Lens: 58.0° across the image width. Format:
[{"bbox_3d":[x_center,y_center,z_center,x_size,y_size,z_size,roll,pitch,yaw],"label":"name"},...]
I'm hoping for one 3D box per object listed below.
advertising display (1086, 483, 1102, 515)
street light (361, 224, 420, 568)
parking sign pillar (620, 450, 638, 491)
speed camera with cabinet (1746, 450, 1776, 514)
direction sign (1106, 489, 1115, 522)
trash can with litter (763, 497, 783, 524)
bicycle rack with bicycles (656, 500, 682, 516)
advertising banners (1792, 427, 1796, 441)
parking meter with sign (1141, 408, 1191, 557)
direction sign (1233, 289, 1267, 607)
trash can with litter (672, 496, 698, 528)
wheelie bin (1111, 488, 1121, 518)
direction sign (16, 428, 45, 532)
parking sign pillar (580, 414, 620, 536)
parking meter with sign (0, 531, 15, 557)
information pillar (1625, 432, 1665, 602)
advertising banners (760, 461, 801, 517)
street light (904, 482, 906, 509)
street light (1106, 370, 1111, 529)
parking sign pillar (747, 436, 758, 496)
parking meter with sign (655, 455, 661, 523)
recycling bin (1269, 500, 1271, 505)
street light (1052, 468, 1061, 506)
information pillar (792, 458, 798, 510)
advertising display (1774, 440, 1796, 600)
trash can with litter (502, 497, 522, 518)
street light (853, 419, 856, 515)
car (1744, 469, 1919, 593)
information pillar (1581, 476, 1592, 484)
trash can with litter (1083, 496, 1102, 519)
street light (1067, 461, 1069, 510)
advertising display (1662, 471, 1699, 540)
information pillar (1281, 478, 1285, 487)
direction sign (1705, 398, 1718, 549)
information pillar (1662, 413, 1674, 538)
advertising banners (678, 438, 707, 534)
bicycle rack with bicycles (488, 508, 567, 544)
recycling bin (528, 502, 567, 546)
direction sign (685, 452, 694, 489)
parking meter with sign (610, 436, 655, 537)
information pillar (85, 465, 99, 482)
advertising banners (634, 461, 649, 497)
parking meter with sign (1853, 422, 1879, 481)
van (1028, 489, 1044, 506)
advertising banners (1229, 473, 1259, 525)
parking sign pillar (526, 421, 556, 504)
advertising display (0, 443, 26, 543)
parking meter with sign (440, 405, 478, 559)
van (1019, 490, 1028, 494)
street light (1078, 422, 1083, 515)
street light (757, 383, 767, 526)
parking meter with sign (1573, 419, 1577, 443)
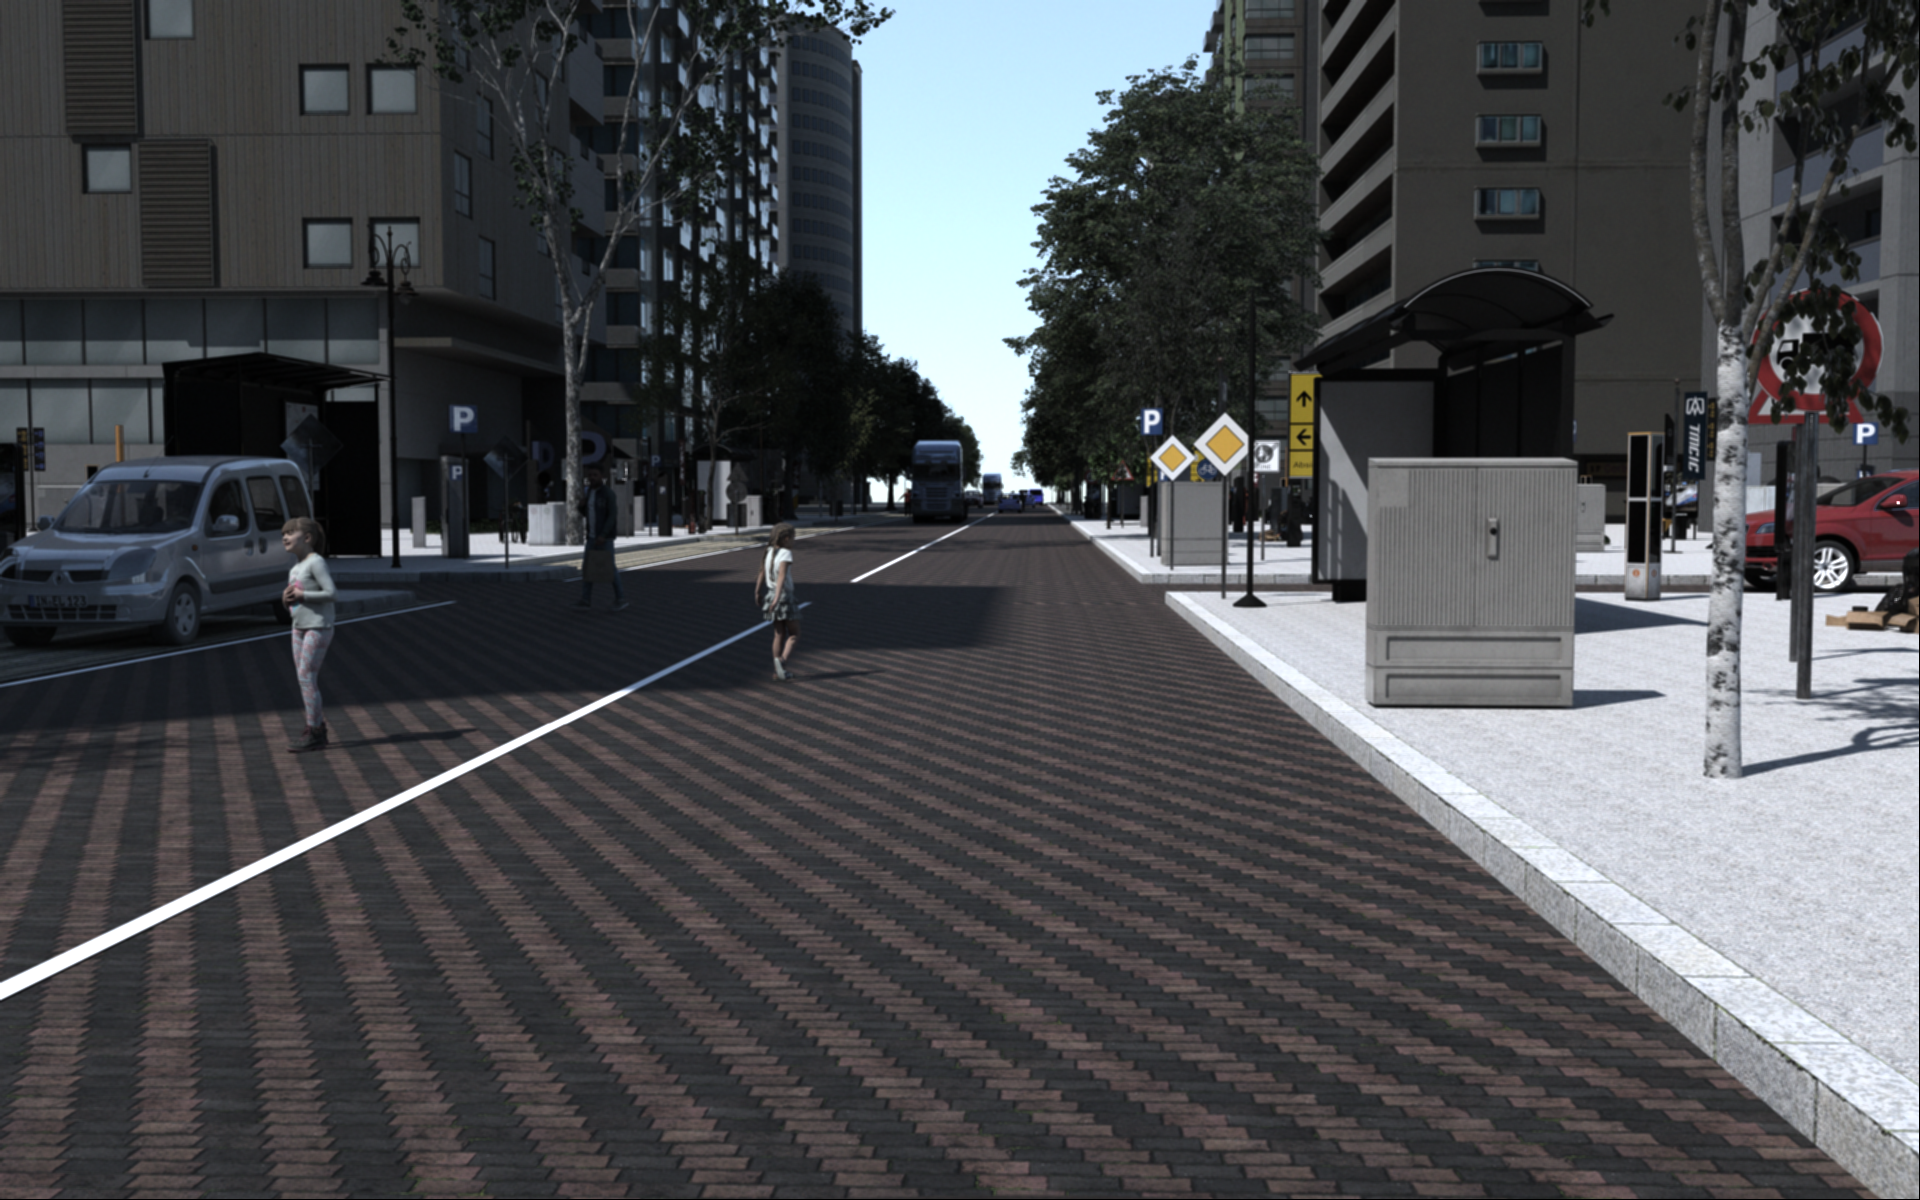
[{"bbox_3d":[7.214,-5.378,93.138,0.974,1.923,0.123,3,5,40],"label":"advertising display"},{"bbox_3d":[-9.825,-3.500,30.009,0.468,5.910,1.993,0,4,2],"label":"street light"},{"bbox_3d":[-18.226,-6.475,94.341,1.447,3.967,1.447,-1,4,-13],"label":"parking sign pillar"},{"bbox_3d":[16.633,-2.559,36.170,0.660,3.252,2.038,0,4,0],"label":"speed camera with cabinet"},{"bbox_3d":[6.912,-5.349,79.450,0.379,3.537,0.876,0,4,-1],"label":"direction sign"},{"bbox_3d":[-8.059,-3.830,74.000,0.624,1.170,1.055,2,4,34],"label":"trash can with litter"},{"bbox_3d":[-17.121,-5.511,103.491,2.852,0.926,2.925,3,5,40],"label":"bicycle rack with bicycles"},{"bbox_3d":[21.311,-3.012,45.431,0.090,3.025,2.074,-2,4,-32],"label":"advertising banners"},{"bbox_3d":[4.455,-2.420,35.829,0.543,3.016,1.738,3,5,41],"label":"parking meter with sign"},{"bbox_3d":[3.306,-1.692,19.657,0.379,3.537,0.876,1,4,10],"label":"direction sign"},{"bbox_3d":[-10.376,-3.343,65.721,1.678,1.210,2.233,-1,4,-17],"label":"trash can with litter"},{"bbox_3d":[8.296,-5.102,91.325,0.980,1.594,0.693,2,4,30],"label":"wheelie bin"},{"bbox_3d":[-31.666,-4.104,59.092,0.876,3.537,0.379,0,4,-7],"label":"direction sign"},{"bbox_3d":[-11.435,-3.985,53.625,1.447,3.967,1.447,0,4,-5],"label":"parking sign pillar"},{"bbox_3d":[-11.623,-1.417,19.421,1.738,3.016,0.543,-1,4,-15],"label":"parking meter with sign"},{"bbox_3d":[8.214,-0.996,20.784,0.304,2.012,0.304,-3,4,-36],"label":"information pillar"},{"bbox_3d":[-9.497,-5.902,92.691,2.074,3.025,0.090,-1,4,-13],"label":"advertising banners"},{"bbox_3d":[-4.679,-10.685,147.488,0.468,5.910,1.993,0,4,2],"label":"street light"},{"bbox_3d":[5.476,-5.553,63.581,0.468,5.910,1.993,0,4,2],"label":"street light"},{"bbox_3d":[-9.725,-5.618,80.319,1.447,3.967,1.447,0,4,8],"label":"parking sign pillar"},{"bbox_3d":[-13.949,-4.970,77.527,0.543,3.016,1.738,-2,4,-32],"label":"parking meter with sign"},{"bbox_3d":[14.019,-3.872,75.865,0.722,1.027,0.722,-2,4,-27],"label":"recycling bin"},{"bbox_3d":[12.383,-15.285,222.697,0.468,5.910,1.993,0,4,2],"label":"street light"},{"bbox_3d":[-9.620,-6.652,100.110,0.504,3.616,0.183,-1,4,-20],"label":"information pillar"},{"bbox_3d":[10.171,-0.977,21.184,0.123,1.923,0.974,3,5,41],"label":"advertising display"},{"bbox_3d":[-16.414,-3.135,62.647,0.624,1.170,1.055,3,4,38],"label":"trash can with litter"},{"bbox_3d":[-6.470,-8.174,106.427,0.468,5.910,1.993,0,4,2],"label":"street light"},{"bbox_3d":[13.948,-1.028,25.479,5.304,1.827,2.281,0,4,1],"label":"car"},{"bbox_3d":[25.095,-3.974,69.466,0.304,2.012,0.304,-1,4,-19],"label":"information pillar"},{"bbox_3d":[6.816,-4.727,88.668,1.055,1.170,0.624,3,5,43],"label":"trash can with litter"},{"bbox_3d":[8.679,-10.185,139.308,0.468,5.910,1.993,0,4,2],"label":"street light"},{"bbox_3d":[20.122,-2.641,48.400,0.974,1.923,0.123,0,4,2],"label":"advertising display"},{"bbox_3d":[14.982,-4.611,79.885,0.304,2.012,0.304,3,4,36],"label":"information pillar"},{"bbox_3d":[17.730,-2.973,40.610,0.379,3.537,0.876,0,4,-5],"label":"direction sign"},{"bbox_3d":[20.565,-3.599,50.197,0.504,3.616,0.183,-2,4,-33],"label":"information pillar"},{"bbox_3d":[-8.581,-3.625,55.459,0.090,3.025,2.074,1,4,16],"label":"advertising banners"},{"bbox_3d":[-11.184,-1.976,45.684,2.852,0.926,2.925,0,4,-5],"label":"bicycle rack with bicycles"},{"bbox_3d":[-10.321,-1.881,43.316,0.722,1.027,0.722,1,4,11],"label":"recycling bin"},{"bbox_3d":[-14.328,-6.138,92.347,0.876,3.537,0.379,0,4,4],"label":"direction sign"},{"bbox_3d":[-10.183,-3.422,52.205,1.738,3.016,0.543,-1,4,-10],"label":"parking meter with sign"},{"bbox_3d":[-21.910,-2.403,43.776,0.304,2.012,0.304,-2,4,-30],"label":"information pillar"},{"bbox_3d":[-17.406,-5.893,92.533,2.074,3.025,0.090,2,4,28],"label":"advertising banners"},{"bbox_3d":[22.411,-2.848,42.819,0.543,3.016,1.738,2,4,31],"label":"parking meter with sign"},{"bbox_3d":[9.251,-12.800,213.660,2.240,2.365,5.245,0,4,1],"label":"van"},{"bbox_3d":[11.550,-4.581,71.086,0.090,3.025,2.074,-3,4,-38],"label":"advertising banners"},{"bbox_3d":[-15.500,-4.628,64.134,1.447,3.967,1.447,1,4,18],"label":"parking sign pillar"},{"bbox_3d":[-12.310,-1.029,22.036,0.974,1.923,0.123,1,4,18],"label":"advertising display"},{"bbox_3d":[-10.116,-2.355,34.759,0.543,3.016,1.738,-2,4,-27],"label":"parking meter with sign"},{"bbox_3d":[9.549,-15.255,253.797,2.240,2.365,5.245,0,4,4],"label":"van"},{"bbox_3d":[7.290,-8.011,103.765,0.468,5.910,1.993,0,4,2],"label":"street light"},{"bbox_3d":[-8.048,-5.958,70.195,0.468,5.910,1.993,0,4,2],"label":"street light"},{"bbox_3d":[13.526,-2.722,40.763,1.738,3.016,0.543,2,4,31],"label":"parking meter with sign"}]
